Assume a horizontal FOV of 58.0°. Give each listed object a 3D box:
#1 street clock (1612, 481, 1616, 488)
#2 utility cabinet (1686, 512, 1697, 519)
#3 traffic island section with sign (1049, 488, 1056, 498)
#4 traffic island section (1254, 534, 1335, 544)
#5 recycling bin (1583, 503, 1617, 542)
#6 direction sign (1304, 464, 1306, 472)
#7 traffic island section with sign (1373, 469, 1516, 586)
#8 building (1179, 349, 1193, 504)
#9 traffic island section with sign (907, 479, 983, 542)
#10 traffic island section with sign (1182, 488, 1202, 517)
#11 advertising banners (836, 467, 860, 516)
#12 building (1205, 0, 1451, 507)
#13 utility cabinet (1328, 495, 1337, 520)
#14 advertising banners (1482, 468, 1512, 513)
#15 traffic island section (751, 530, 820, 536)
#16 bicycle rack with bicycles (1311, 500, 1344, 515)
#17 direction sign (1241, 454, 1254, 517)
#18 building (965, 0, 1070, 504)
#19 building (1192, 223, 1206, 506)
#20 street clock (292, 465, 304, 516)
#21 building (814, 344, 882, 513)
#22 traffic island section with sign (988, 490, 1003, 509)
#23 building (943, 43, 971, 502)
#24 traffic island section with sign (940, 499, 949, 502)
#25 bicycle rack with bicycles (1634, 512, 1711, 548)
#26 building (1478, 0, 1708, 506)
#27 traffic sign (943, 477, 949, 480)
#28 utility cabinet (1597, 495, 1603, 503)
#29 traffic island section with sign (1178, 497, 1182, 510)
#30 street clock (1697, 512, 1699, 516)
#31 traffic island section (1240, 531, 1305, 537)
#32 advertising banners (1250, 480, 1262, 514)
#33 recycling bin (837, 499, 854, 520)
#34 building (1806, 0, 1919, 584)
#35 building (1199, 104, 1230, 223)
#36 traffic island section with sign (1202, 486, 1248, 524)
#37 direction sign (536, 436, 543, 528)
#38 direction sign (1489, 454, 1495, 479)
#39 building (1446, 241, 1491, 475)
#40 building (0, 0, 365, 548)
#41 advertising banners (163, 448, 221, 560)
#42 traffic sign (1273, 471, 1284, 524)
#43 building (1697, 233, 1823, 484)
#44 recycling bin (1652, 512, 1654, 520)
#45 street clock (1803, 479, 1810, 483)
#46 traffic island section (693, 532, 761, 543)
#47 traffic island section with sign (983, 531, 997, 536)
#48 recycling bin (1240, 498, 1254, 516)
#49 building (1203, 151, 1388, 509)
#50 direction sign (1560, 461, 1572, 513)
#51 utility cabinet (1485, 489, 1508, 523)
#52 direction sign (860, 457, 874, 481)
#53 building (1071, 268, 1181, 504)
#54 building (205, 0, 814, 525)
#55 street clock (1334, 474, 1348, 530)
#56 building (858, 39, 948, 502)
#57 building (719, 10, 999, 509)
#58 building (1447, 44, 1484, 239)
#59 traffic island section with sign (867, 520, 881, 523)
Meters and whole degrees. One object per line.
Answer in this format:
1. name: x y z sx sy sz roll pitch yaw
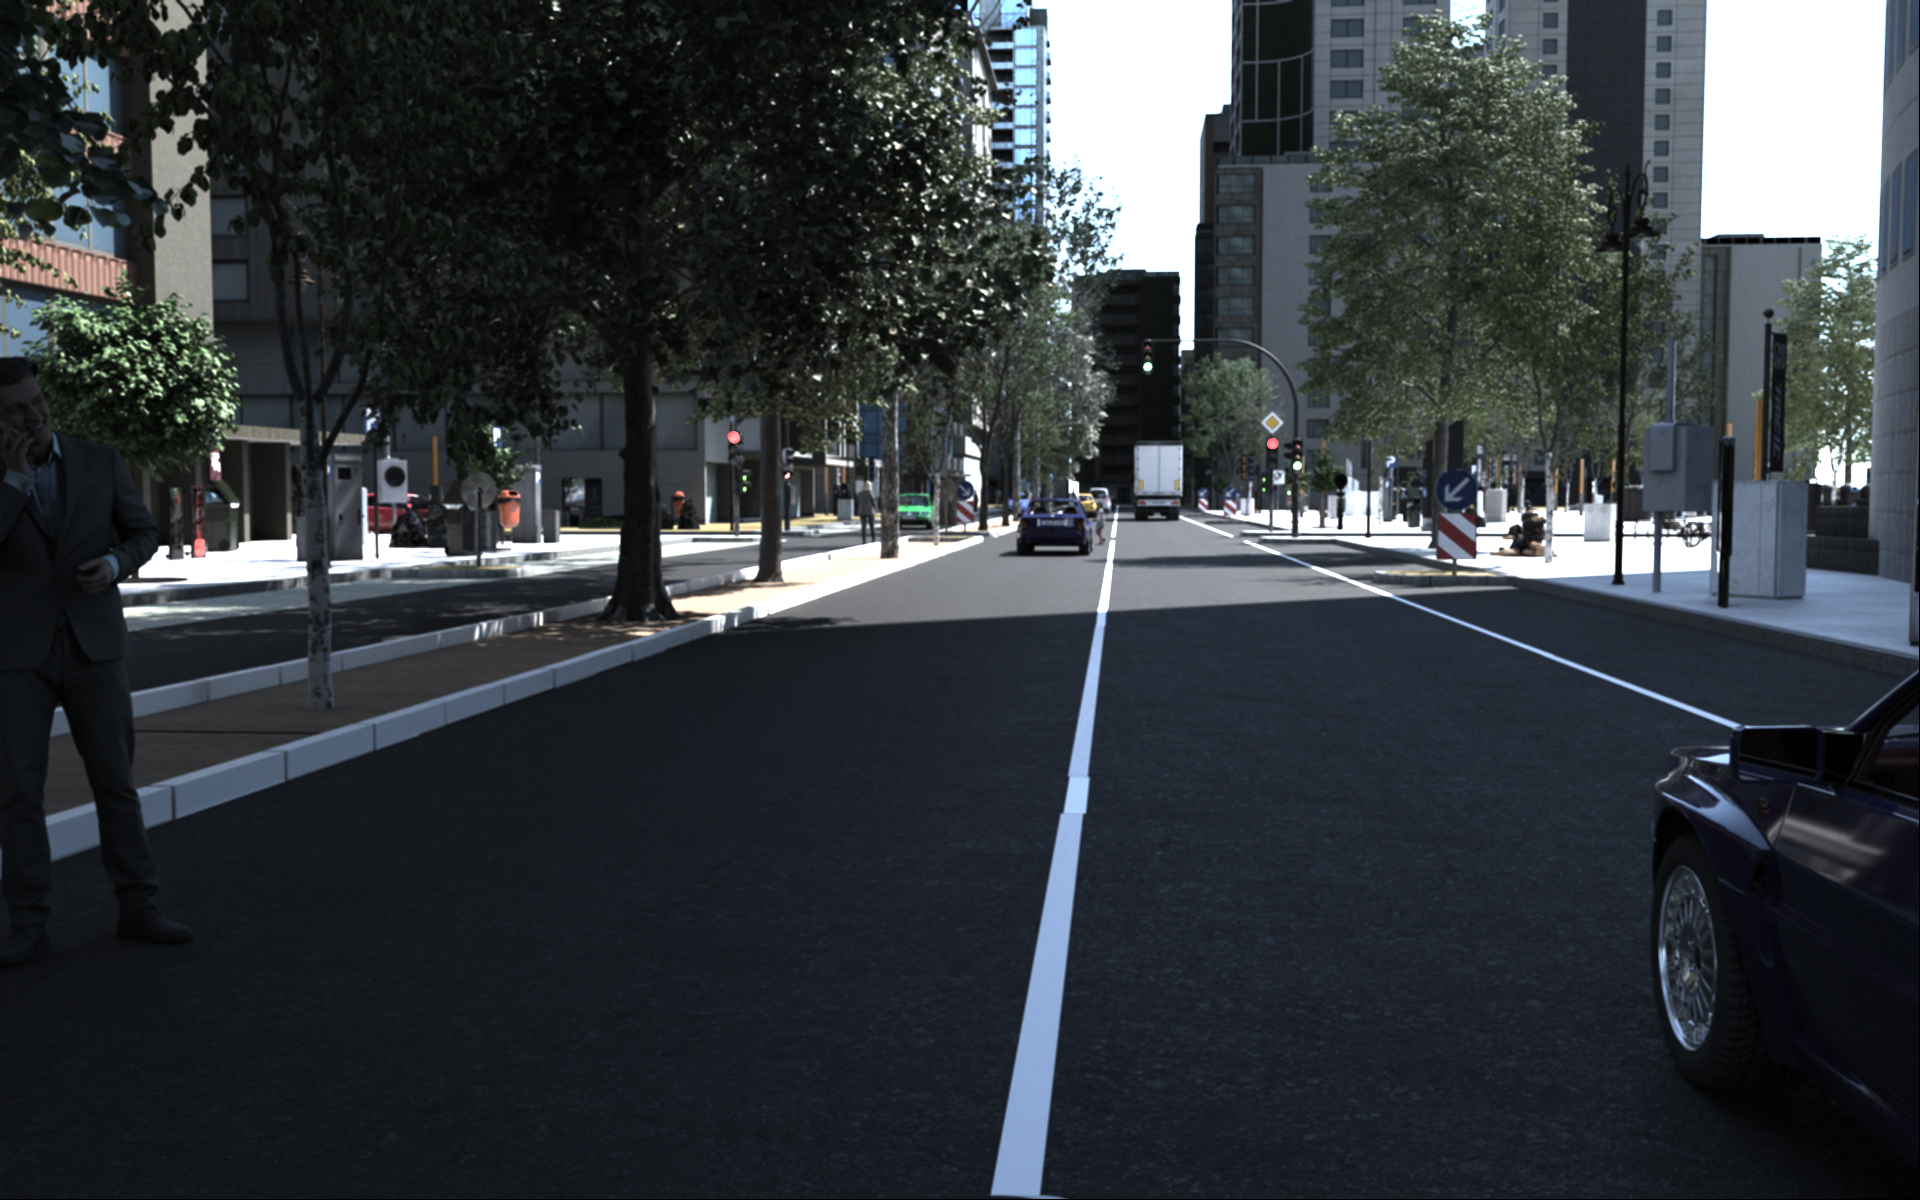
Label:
1. street clock: 35.623 -5.463 93.888 0.358 2.002 0.471 -3 5 -39
2. utility cabinet: 38.203 -4.891 91.132 1.020 1.237 0.306 3 5 41
3. traffic island section with sign: 7.098 -7.714 134.258 2.006 1.907 1.989 0 4 5
4. traffic island section: 9.853 -1.749 50.872 2.009 0.180 2.903 0 4 5
5. recycling bin: 17.261 -2.087 46.680 0.722 1.027 0.722 2 4 34
6. direction sign: 25.667 -8.370 128.850 0.379 3.537 0.876 0 4 3
7. traffic island section with sign: 7.754 -1.182 27.961 1.989 1.847 2.006 0 4 5
8. building: 43.935 -23.588 230.710 28.899 21.520 27.650 0 4 5
9. traffic island section with sign: -0.469 -2.686 52.058 2.006 1.907 1.989 0 4 5
10. traffic island section with sign: 15.361 -6.231 110.503 1.989 1.847 2.006 0 4 5
11. advertising banners: -6.429 -6.324 99.588 0.090 3.025 2.074 3 5 41
12. building: 34.639 -44.531 166.330 20.563 71.187 20.611 0 4 5
13. utility cabinet: 18.730 -4.643 87.071 0.306 1.237 1.020 0 4 2
14. advertising banners: 35.517 -7.255 114.805 2.074 3.025 0.090 0 4 1
15. traffic island section: -6.036 -2.329 60.353 2.009 0.180 2.903 0 4 5
16. bicycle rack with bicycles: 23.204 -5.663 105.966 2.852 0.926 2.925 -1 4 -22
17. direction sign: 16.374 -6.526 98.700 0.876 3.537 0.379 3 5 42
18. building: -0.940 -56.096 229.843 31.000 86.520 22.319 0 4 5
19. building: 31.987 -25.323 185.732 14.160 30.474 14.107 0 4 5
20. street clock: -16.282 -2.332 42.703 0.358 2.002 0.471 -3 4 -37
21. building: -15.956 -41.923 123.695 20.563 71.187 20.611 0 4 5
22. traffic island section with sign: 3.627 -9.359 161.655 1.989 1.847 2.006 0 4 5
23. building: -11.502 -33.444 166.415 23.786 49.044 30.456 0 4 5
24. traffic island section with sign: -0.979 -6.304 111.692 1.989 1.847 2.006 0 4 5
25. bicycle rack with bicycles: 18.165 -1.787 42.604 2.925 0.926 2.852 -1 4 -19
26. building: 69.090 -46.190 193.456 20.611 71.187 20.563 0 4 5
27. traffic sign: -1.044 -8.111 132.719 0.768 2.556 0.104 1 4 12
28. utility cabinet: 44.191 -6.663 120.109 1.020 1.237 0.306 -2 4 -35
29. traffic island section with sign: 19.929 -9.267 160.150 1.989 1.847 2.006 0 4 5
30. street clock: 40.354 -5.523 94.864 0.471 2.002 0.358 0 4 8
31. traffic island section: 10.585 -2.235 58.824 2.009 0.180 2.903 0 4 5
32. advertising banners: 18.832 -6.978 110.279 0.090 3.025 2.074 -1 4 -10
33. recycling bin: -5.630 -4.437 85.106 0.722 1.027 0.722 0 4 5
34. building: 23.530 -29.187 19.209 21.231 58.520 28.212 0 4 5
35. building: 34.644 -33.586 199.247 14.600 45.320 14.200 0 4 5
36. traffic island section with sign: 12.883 -4.589 83.662 1.989 1.847 2.006 0 4 5
37. direction sign: -15.722 -4.439 64.579 0.379 3.537 0.876 0 4 -7
38. direction sign: 30.409 -6.549 99.067 0.379 3.537 0.876 3 4 38
39. building: 52.010 -26.105 198.521 14.107 30.474 14.160 0 4 5
40. building: -32.629 -23.558 39.806 28.867 44.769 22.147 0 4 5
41. advertising banners: -15.216 -2.342 34.483 0.090 3.025 2.074 0 4 8
42. traffic sign: 13.665 -4.430 74.556 0.606 2.300 0.079 1 4 15
43. building: 87.327 -25.947 195.927 14.107 30.474 14.160 0 4 5
44. recycling bin: 34.615 -4.450 85.313 0.722 1.027 0.722 -3 4 -37
45. street clock: 41.179 -4.875 84.284 0.358 2.002 0.471 3 5 42
46. traffic island section: -6.768 -1.842 52.401 2.009 0.180 2.903 0 4 5
47. traffic island section with sign: 0.220 -3.137 59.434 2.006 1.907 1.989 0 4 5
48. recycling bin: 17.014 -5.510 102.640 0.722 1.027 0.722 1 4 19
49. building: 28.938 -23.148 150.176 14.160 30.474 14.107 0 4 5
50. direction sign: 40.998 -7.657 117.186 0.379 3.537 0.876 -3 4 -37
51. utility cabinet: 23.743 -4.161 76.710 0.318 1.500 1.173 -1 4 -18
52. direction sign: -5.672 -6.965 105.880 0.876 3.537 0.379 0 4 5
53. building: 21.462 -27.731 225.102 14.107 30.474 14.160 0 4 5
54. building: -20.545 -30.260 83.983 28.713 52.752 27.495 0 4 5
55. street clock: 13.541 -3.490 61.624 0.471 2.002 0.358 0 4 6
56. building: -8.591 -30.178 143.526 14.600 45.320 14.200 0 4 5
57. building: -10.345 -37.148 196.605 27.495 52.752 28.713 0 4 5
58. building: 73.269 -41.646 222.909 28.212 58.520 21.231 0 4 5
59. traffic island section with sign: -3.450 -4.662 84.850 1.989 1.847 2.006 0 4 5
